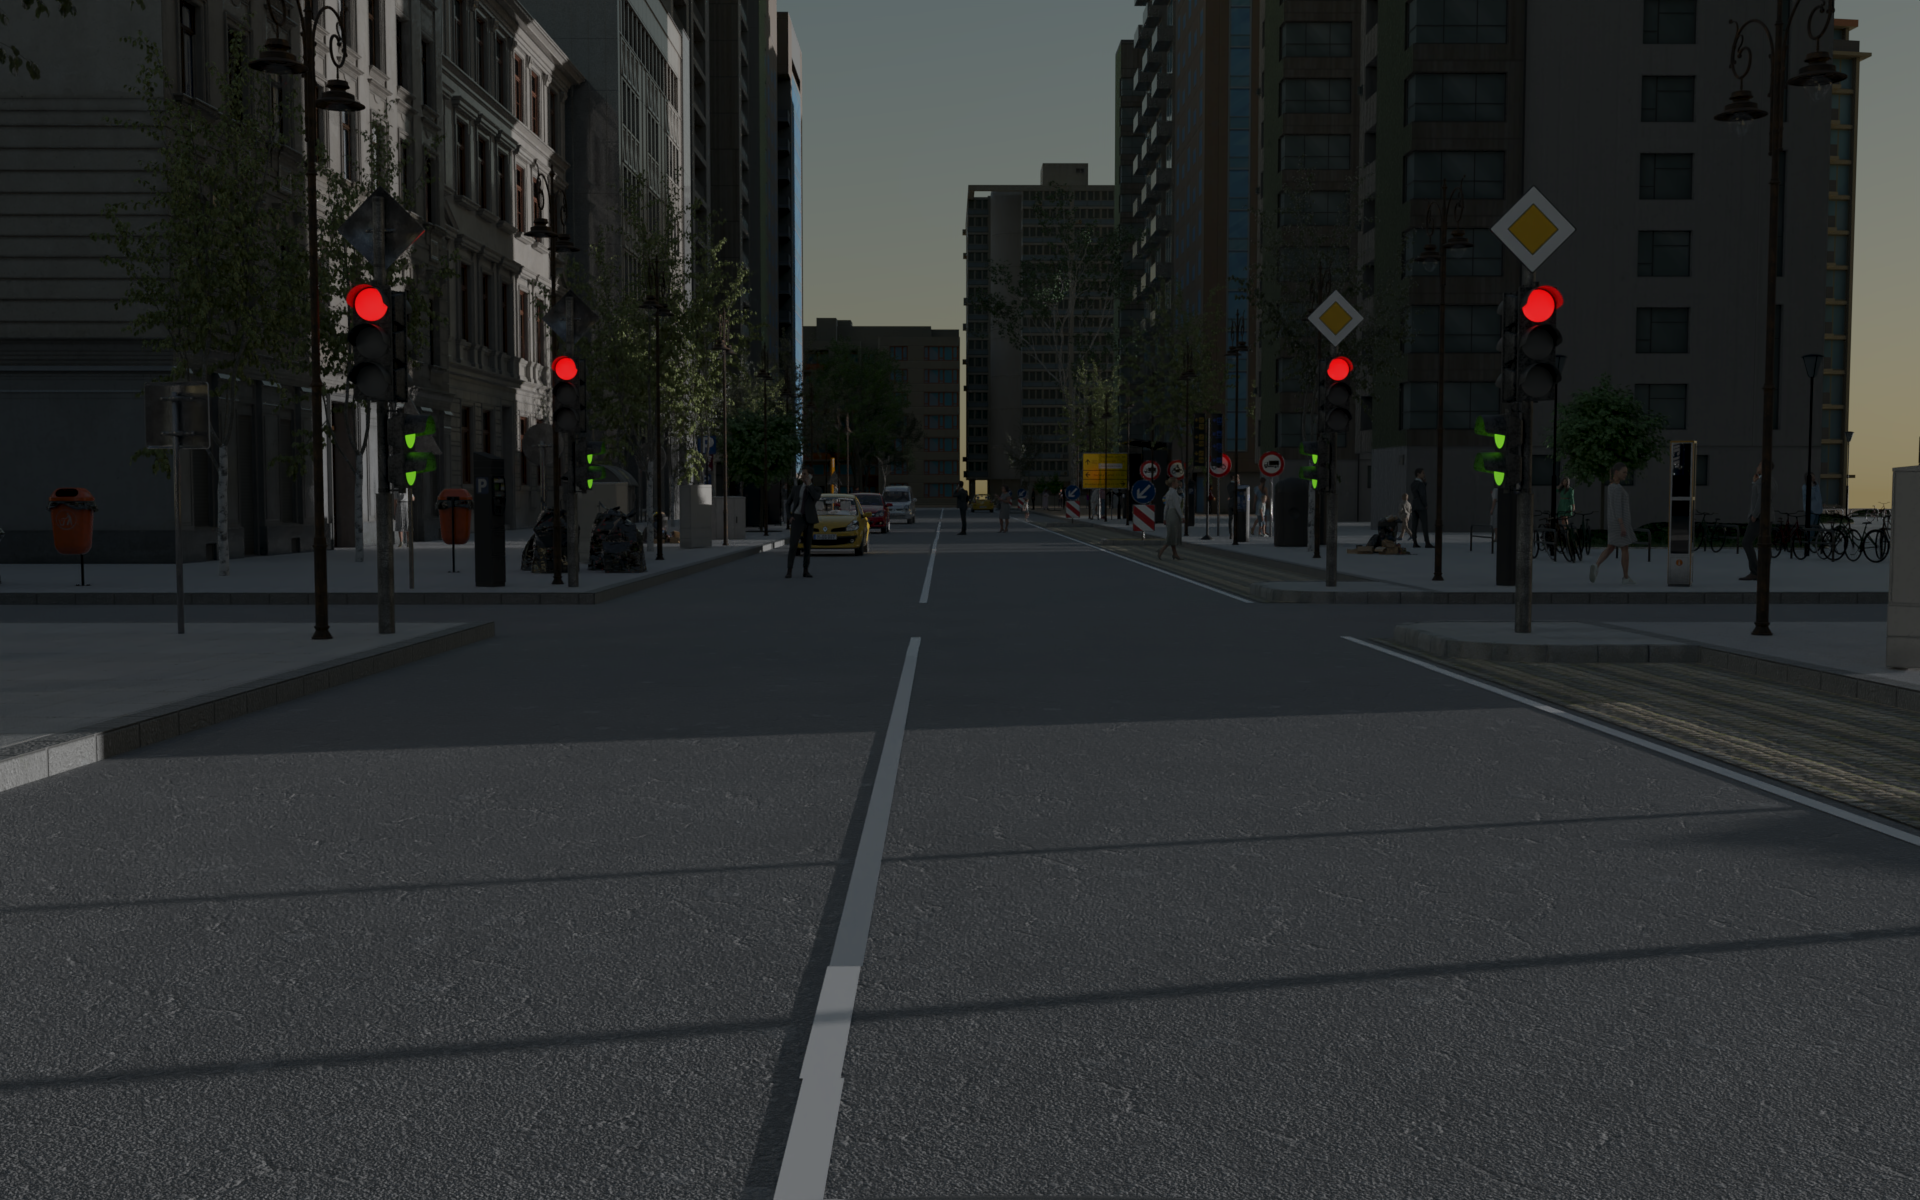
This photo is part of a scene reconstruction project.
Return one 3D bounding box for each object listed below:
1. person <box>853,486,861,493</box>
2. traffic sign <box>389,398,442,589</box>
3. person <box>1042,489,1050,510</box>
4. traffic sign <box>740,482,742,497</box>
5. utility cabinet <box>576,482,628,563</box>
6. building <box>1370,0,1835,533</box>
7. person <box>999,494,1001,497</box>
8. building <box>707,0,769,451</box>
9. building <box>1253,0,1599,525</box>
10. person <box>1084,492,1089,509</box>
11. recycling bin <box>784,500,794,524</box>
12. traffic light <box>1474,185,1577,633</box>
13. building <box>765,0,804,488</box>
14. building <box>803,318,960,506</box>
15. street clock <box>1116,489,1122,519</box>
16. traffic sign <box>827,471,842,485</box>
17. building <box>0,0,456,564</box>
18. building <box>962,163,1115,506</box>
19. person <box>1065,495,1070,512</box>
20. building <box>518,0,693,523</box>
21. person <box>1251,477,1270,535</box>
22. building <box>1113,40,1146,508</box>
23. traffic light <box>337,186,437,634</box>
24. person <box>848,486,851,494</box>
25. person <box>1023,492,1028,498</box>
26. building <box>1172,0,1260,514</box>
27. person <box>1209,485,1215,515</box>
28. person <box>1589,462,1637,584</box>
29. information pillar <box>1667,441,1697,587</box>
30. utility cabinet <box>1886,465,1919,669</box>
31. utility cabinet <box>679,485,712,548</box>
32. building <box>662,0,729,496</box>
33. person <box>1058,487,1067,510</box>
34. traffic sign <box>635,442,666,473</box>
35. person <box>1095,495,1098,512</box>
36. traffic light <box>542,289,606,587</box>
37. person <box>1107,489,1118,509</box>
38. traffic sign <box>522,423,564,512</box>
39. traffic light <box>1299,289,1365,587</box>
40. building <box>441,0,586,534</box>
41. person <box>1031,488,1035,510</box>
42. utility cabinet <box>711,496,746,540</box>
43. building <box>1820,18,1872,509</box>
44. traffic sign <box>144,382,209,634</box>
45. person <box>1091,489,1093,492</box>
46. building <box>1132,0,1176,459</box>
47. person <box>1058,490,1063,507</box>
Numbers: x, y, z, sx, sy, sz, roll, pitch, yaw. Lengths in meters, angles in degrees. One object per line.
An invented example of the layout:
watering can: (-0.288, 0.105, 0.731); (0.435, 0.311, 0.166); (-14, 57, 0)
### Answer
person: (-6.309, -6.218, 108.163); (0.568, 1.767, 0.683); (3, 5, 44)
traffic sign: (-7.426, -1.430, 23.388); (0.884, 2.594, 0.081); (0, 4, 4)
person: (6.985, -8.240, 141.437); (0.621, 1.740, 0.551); (3, 5, 43)
traffic sign: (-7.817, -3.780, 61.901); (0.768, 2.556, 0.104); (0, 4, 5)
utility cabinet: (-6.585, -1.414, 31.805); (1.173, 1.500, 0.318); (3, 5, 41)
building: (21.810, -17.859, 63.698); (14.160, 30.474, 14.107); (0, 4, 0)
person: (3.829, -9.068, 159.982); (0.599, 1.433, 0.991); (1, 4, 10)
building: (-21.838, -27.120, 127.000); (14.154, 41.232, 14.086); (0, 4, 0)
building: (21.628, -19.209, 85.763); (14.160, 30.474, 14.107); (0, 4, 0)
person: (11.275, -8.747, 152.277); (0.991, 1.433, 0.599); (-2, 4, -31)
recycling bin: (-7.342, -3.868, 75.802); (0.722, 1.027, 0.722); (0, 4, -4)
traffic light: (5.198, -1.652, 15.937); (0.839, 4.253, 0.868); (0, 4, 0)
building: (-22.144, -31.162, 159.616); (14.200, 45.320, 14.600); (0, 4, 0)
building: (-14.556, -21.965, 204.162); (28.899, 21.520, 27.650); (0, 4, 0)
street clock: (8.075, -5.095, 87.878); (0.358, 2.002, 0.471); (0, 4, 4)
traffic sign: (-7.079, -5.969, 97.592); (0.884, 2.594, 0.081); (1, 4, 9)
building: (-19.065, -11.673, 40.002); (9.793, 20.994, 18.267); (0, 4, 0)
building: (12.364, -31.443, 205.978); (23.993, 40.220, 32.217); (0, 4, 0)
person: (7.464, -6.843, 119.400); (0.415, 1.643, 0.593); (0, 4, 5)
building: (-19.970, -16.057, 80.561); (12.078, 24.808, 19.932); (0, 4, 0)
person: (9.423, -2.928, 54.009); (0.778, 1.811, 0.616); (-3, 5, -40)
building: (21.074, -29.132, 159.909); (14.154, 41.232, 14.086); (0, 4, 0)
traffic light: (-5.263, -1.646, 15.838); (0.839, 4.253, 0.868); (0, 4, 0)
person: (-7.945, -7.160, 123.119); (0.705, 1.822, 1.348); (0, 4, 8)
person: (5.937, -9.288, 158.570); (0.551, 1.740, 0.621); (-2, 4, -24)
building: (22.094, -28.445, 115.185); (14.600, 45.320, 14.200); (0, 4, 0)
person: (15.545, -6.199, 107.354); (0.705, 1.831, 1.348); (0, 4, -6)
person: (9.323, -1.090, 24.617); (0.760, 1.731, 0.466); (-2, 4, -26)
information pillar: (10.011, -1.194, 24.019); (0.304, 2.012, 0.304); (2, 4, 29)
utility cabinet: (7.194, -0.265, 13.018); (0.318, 1.500, 1.173); (2, 4, 33)
utility cabinet: (-6.291, -1.987, 41.164); (0.318, 1.500, 1.173); (1, 4, 16)
building: (-24.447, -40.956, 107.889); (20.563, 71.187, 20.611); (0, 4, 0)
person: (8.763, -8.460, 143.994); (1.348, 1.869, 0.705); (-1, 4, -13)
traffic sign: (-7.576, -2.587, 42.410); (0.768, 2.556, 0.104); (0, 4, 3)
person: (9.222, -6.493, 115.384); (0.628, 1.438, 0.799); (1, 4, 19)
traffic light: (-5.327, -2.135, 23.822); (0.839, 4.253, 0.868); (0, 4, 0)
person: (12.810, -8.627, 146.724); (1.348, 1.869, 0.705); (0, 4, 2)
traffic sign: (-7.502, -1.899, 31.150); (0.768, 2.556, 0.104); (0, 4, 4)
traffic light: (5.134, -2.141, 23.922); (0.839, 4.253, 0.868); (0, 4, 0)
building: (-20.869, -13.698, 60.118); (11.583, 22.565, 21.152); (0, 4, 0)
person: (5.937, -8.242, 140.936); (0.705, 1.807, 1.348); (0, 4, -4)
utility cabinet: (-6.561, -2.317, 49.046); (1.020, 1.237, 0.306); (-3, 5, -43)
building: (65.201, -30.689, 156.384); (28.867, 44.769, 22.147); (0, 4, 0)
traffic sign: (-7.153, -0.839, 15.846); (0.606, 2.300, 0.079); (0, 4, 5)
person: (12.220, -9.337, 159.159); (0.568, 1.767, 0.683); (-1, 4, -16)
building: (25.662, -31.668, 137.386); (23.786, 49.044, 30.456); (0, 4, 0)
person: (9.783, -9.841, 167.467); (0.617, 1.759, 0.750); (-1, 4, -20)
